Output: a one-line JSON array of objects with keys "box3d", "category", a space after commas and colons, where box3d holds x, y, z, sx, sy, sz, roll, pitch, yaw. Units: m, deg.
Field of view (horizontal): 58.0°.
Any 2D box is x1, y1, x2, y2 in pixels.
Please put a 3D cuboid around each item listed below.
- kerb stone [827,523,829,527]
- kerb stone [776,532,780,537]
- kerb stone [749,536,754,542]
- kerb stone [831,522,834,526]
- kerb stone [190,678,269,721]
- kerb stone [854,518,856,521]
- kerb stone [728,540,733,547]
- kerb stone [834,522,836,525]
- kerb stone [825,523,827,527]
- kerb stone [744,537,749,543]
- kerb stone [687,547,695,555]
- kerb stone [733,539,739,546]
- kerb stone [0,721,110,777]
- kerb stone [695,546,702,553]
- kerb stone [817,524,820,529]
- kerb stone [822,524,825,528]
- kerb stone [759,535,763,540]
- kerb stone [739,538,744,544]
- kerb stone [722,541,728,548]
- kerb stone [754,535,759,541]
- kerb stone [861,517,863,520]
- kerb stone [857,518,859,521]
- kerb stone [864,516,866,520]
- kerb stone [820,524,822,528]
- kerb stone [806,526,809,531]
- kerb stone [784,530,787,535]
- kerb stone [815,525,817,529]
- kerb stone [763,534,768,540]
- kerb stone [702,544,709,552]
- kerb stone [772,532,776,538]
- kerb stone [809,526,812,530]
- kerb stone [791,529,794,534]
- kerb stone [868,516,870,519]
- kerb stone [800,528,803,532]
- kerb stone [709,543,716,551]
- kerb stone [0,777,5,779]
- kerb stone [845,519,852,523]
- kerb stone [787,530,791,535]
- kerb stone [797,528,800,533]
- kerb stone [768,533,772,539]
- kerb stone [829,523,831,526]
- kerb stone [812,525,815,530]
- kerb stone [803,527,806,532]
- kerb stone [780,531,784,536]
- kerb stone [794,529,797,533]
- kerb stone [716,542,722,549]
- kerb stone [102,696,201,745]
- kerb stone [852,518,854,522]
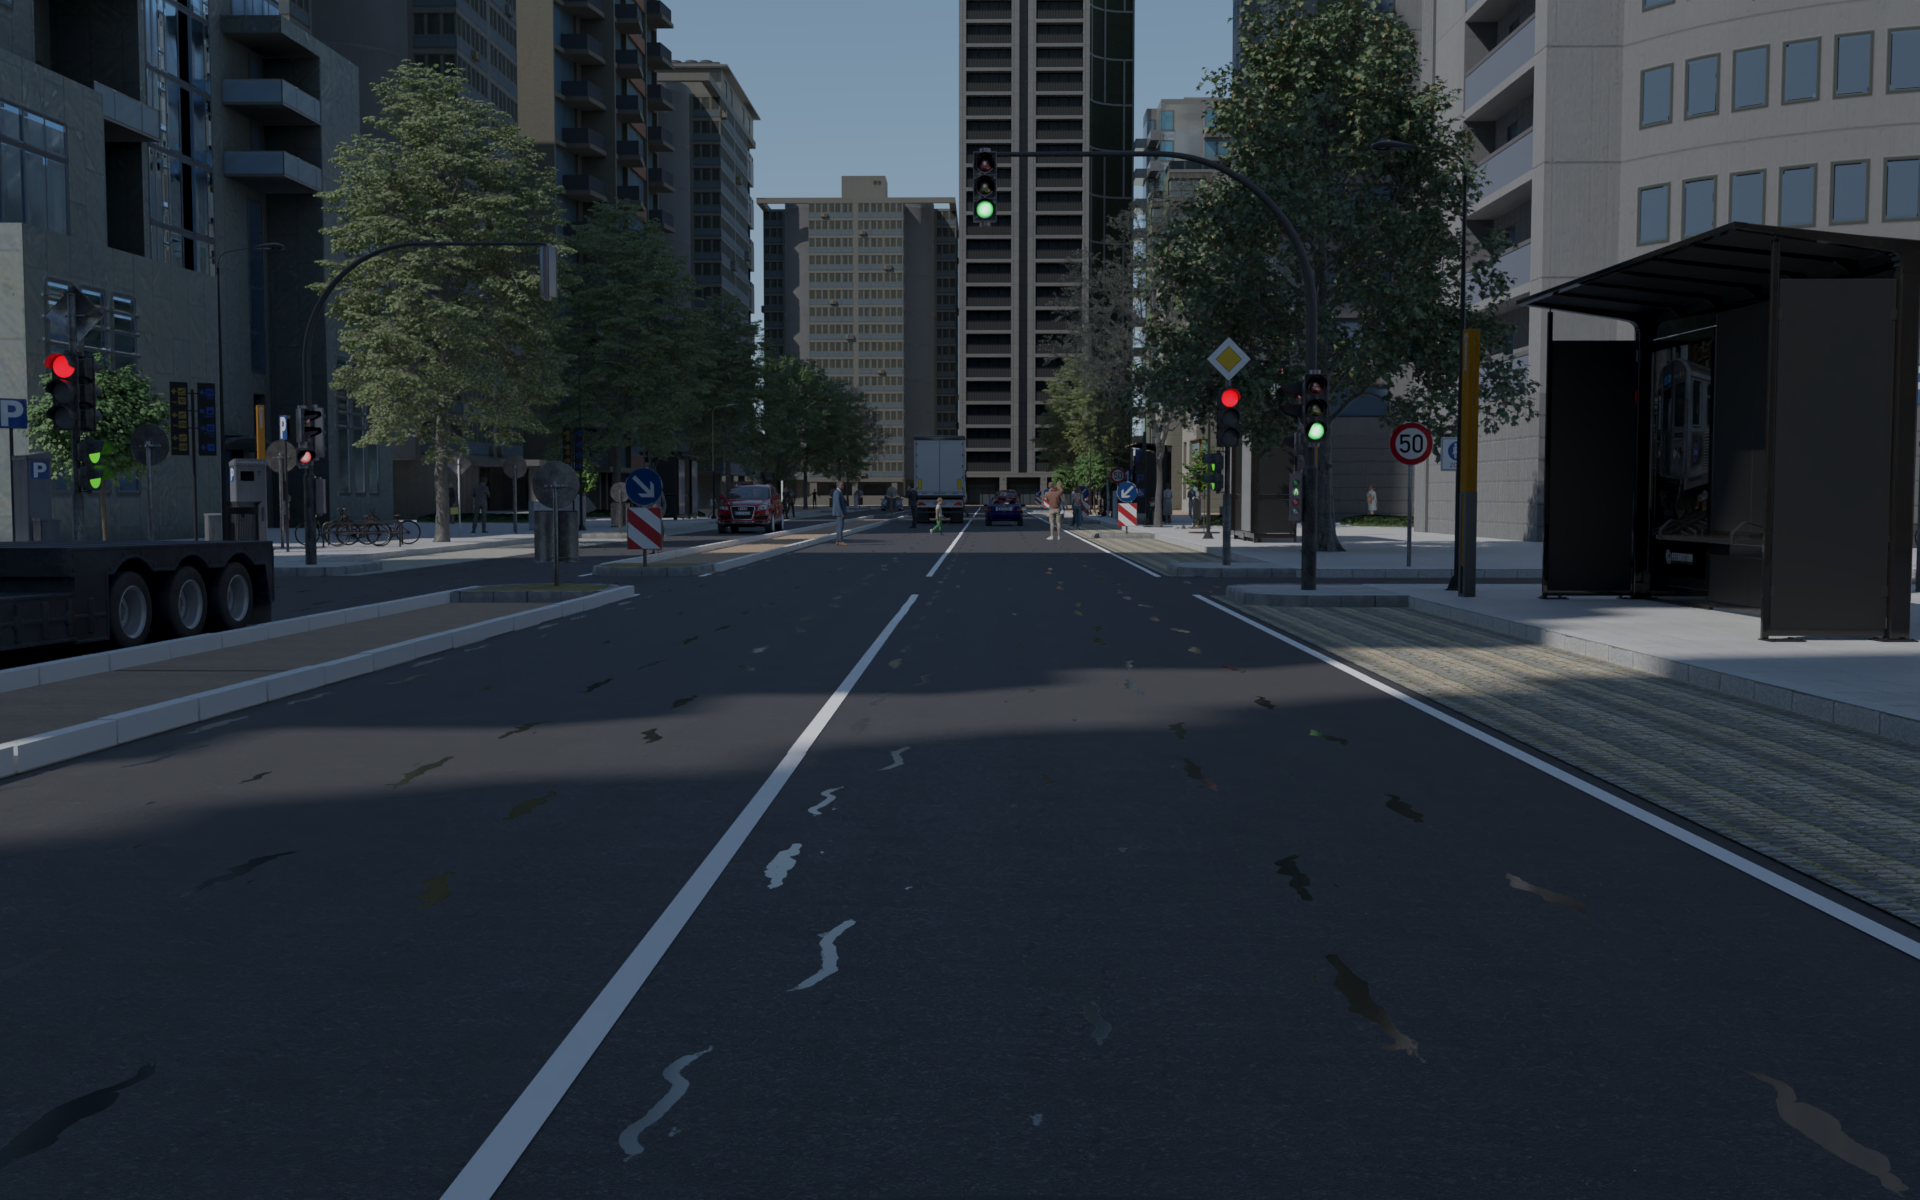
[{"box3d": [-5.834, -3.196, 74.450, 0.120, 0.150, 1.000, 0, 4, 1], "category": "kerb stone"}, {"box3d": [-6.134, -2.131, 57.034, 0.120, 0.150, 1.000, 0, 4, 1], "category": "kerb stone"}, {"box3d": [-6.247, -1.755, 50.883, 0.120, 0.150, 1.000, 0, 4, 1], "category": "kerb stone"}, {"box3d": [-5.796, -3.312, 76.498, 0.120, 0.150, 1.000, 0, 4, 1], "category": "kerb stone"}, {"box3d": [-4.838, 0.660, 11.412, 0.120, 0.150, 1.000, 0, 4, 1], "category": "kerb stone"}, {"box3d": [-5.585, -4.068, 88.794, 0.120, 0.150, 1.000, 0, 4, 1], "category": "kerb stone"}, {"box3d": [-6.321, -1.504, 46.785, 0.120, 0.150, 1.000, 0, 4, 1], "category": "kerb stone"}, {"box3d": [-5.787, -3.384, 77.520, 0.120, 0.150, 1.000, 0, 4, 1], "category": "kerb stone"}, {"box3d": [-5.858, -3.133, 73.420, 0.120, 0.150, 1.000, 0, 4, 1], "category": "kerb stone"}, {"box3d": [-6.268, -1.692, 49.859, 0.120, 0.150, 1.000, 0, 4, 1], "category": "kerb stone"}, {"box3d": [-6.428, -1.128, 40.642, 0.120, 0.150, 1.000, 0, 4, 1], "category": "kerb stone"}, {"box3d": [-6.304, -1.566, 47.807, 0.120, 0.150, 1.000, 0, 4, 1], "category": "kerb stone"}, {"box3d": [-4.874, 0.790, 9.367, 0.120, 0.150, 1.000, 0, 4, 1], "category": "kerb stone"}, {"box3d": [-6.410, -1.188, 41.667, 0.120, 0.150, 1.000, 0, 4, 1], "category": "kerb stone"}, {"box3d": [-5.907, -2.945, 70.342, 0.120, 0.150, 1.000, 0, 4, 1], "category": "kerb stone"}, {"box3d": [-5.876, -3.070, 72.398, 0.120, 0.150, 1.000, 0, 4, 1], "category": "kerb stone"}, {"box3d": [-6.214, -1.880, 52.940, 0.120, 0.150, 1.000, 0, 4, 1], "category": "kerb stone"}, {"box3d": [-6.287, -1.627, 48.829, 0.120, 0.150, 1.000, 0, 4, 1], "category": "kerb stone"}, {"box3d": [-6.337, -1.441, 45.756, 0.120, 0.150, 1.000, 0, 4, 1], "category": "kerb stone"}, {"box3d": [-6.231, -1.815, 51.906, 0.120, 0.150, 1.000, 0, 4, 1], "category": "kerb stone"}, {"box3d": [-5.490, -4.385, 93.922, 0.120, 0.150, 1.000, 0, 4, 1], "category": "kerb stone"}, {"box3d": [-5.548, -4.199, 90.853, 0.120, 0.150, 1.000, 0, 4, 1], "category": "kerb stone"}, {"box3d": [-5.456, -4.512, 95.971, 0.120, 0.150, 1.000, 0, 4, 1], "category": "kerb stone"}, {"box3d": [-5.891, -3.007, 71.365, 0.120, 0.150, 1.000, 0, 4, 1], "category": "kerb stone"}, {"box3d": [-5.983, -2.691, 66.253, 0.120, 0.150, 1.000, 0, 4, 1], "category": "kerb stone"}, {"box3d": [-6.103, -2.255, 59.079, 0.120, 0.150, 1.000, 0, 4, 1], "category": "kerb stone"}, {"box3d": [-5.922, -2.882, 69.320, 0.120, 0.150, 1.000, 0, 4, 1], "category": "kerb stone"}, {"box3d": [-6.199, -1.941, 53.964, 0.120, 0.150, 1.000, 0, 4, 1], "category": "kerb stone"}, {"box3d": [-6.386, -1.253, 42.689, 0.120, 0.150, 1.000, 0, 4, 1], "category": "kerb stone"}, {"box3d": [-6.164, -2.063, 56.012, 0.120, 0.150, 1.000, 0, 4, 1], "category": "kerb stone"}, {"box3d": [-5.957, -2.750, 67.277, 0.120, 0.150, 1.000, 0, 4, 1], "category": "kerb stone"}, {"box3d": [-6.071, -2.380, 61.133, 0.120, 0.150, 1.000, 0, 4, 1], "category": "kerb stone"}, {"box3d": [-5.397, -4.701, 99.053, 0.120, 0.150, 1.000, 0, 4, 1], "category": "kerb stone"}, {"box3d": [-6.014, -2.565, 64.209, 0.120, 0.150, 1.000, 0, 4, 1], "category": "kerb stone"}, {"box3d": [-6.369, -1.316, 43.711, 0.120, 0.150, 1.000, 0, 4, 1], "category": "kerb stone"}, {"box3d": [-4.894, 0.850, 8.336, 0.120, 0.150, 1.000, 0, 4, 1], "category": "kerb stone"}, {"box3d": [-5.618, -3.942, 86.750, 0.120, 0.150, 1.000, 0, 4, 1], "category": "kerb stone"}, {"box3d": [-6.081, -2.318, 60.110, 0.120, 0.150, 1.000, 0, 4, 1], "category": "kerb stone"}, {"box3d": [-6.035, -2.507, 63.180, 0.120, 0.150, 1.000, 0, 4, 1], "category": "kerb stone"}, {"box3d": [-6.176, -2.002, 54.989, 0.120, 0.150, 1.000, 0, 4, 1], "category": "kerb stone"}, {"box3d": [-5.816, -3.258, 75.473, 0.120, 0.150, 1.000, 0, 4, 1], "category": "kerb stone"}, {"box3d": [-5.943, -2.818, 68.298, 0.120, 0.150, 1.000, 0, 4, 1], "category": "kerb stone"}, {"box3d": [-5.994, -2.631, 65.231, 0.120, 0.150, 1.000, 0, 4, 1], "category": "kerb stone"}, {"box3d": [-6.120, -2.193, 58.056, 0.120, 0.150, 1.000, 0, 4, 1], "category": "kerb stone"}, {"box3d": [-6.053, -2.441, 62.158, 0.120, 0.150, 1.000, 0, 4, 1], "category": "kerb stone"}, {"box3d": [-6.360, -1.378, 44.734, 0.120, 0.150, 1.000, 0, 4, 1], "category": "kerb stone"}, {"box3d": [-4.859, 0.722, 10.391, 0.120, 0.150, 1.000, 0, 4, 1], "category": "kerb stone"}, {"box3d": [-5.607, -4.008, 87.772, 0.120, 0.150, 1.000, 0, 4, 1], "category": "kerb stone"}]
